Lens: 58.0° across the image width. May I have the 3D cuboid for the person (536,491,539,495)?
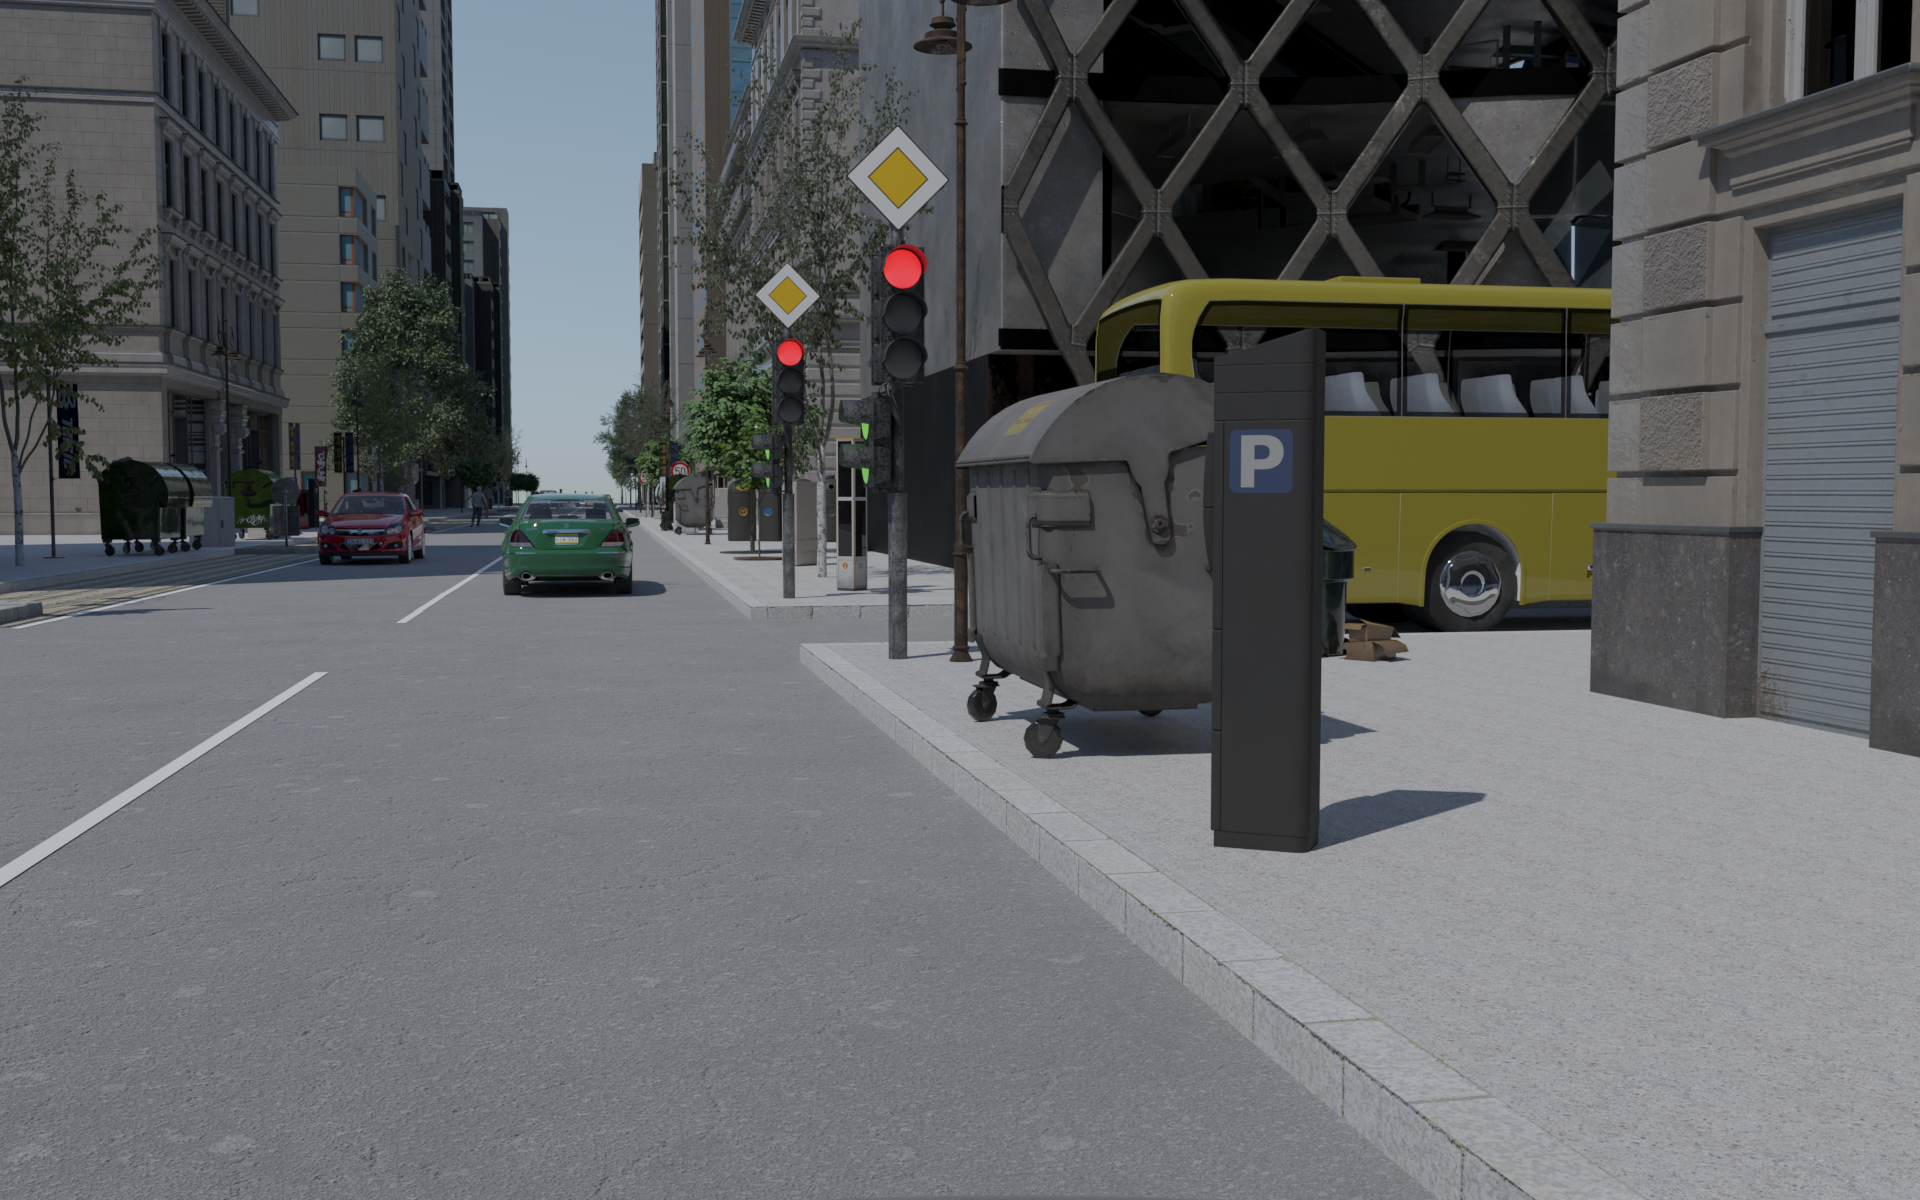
[{"bbox_3d":[-29.750,-6.863,122.185,0.415,1.643,0.593,0,4,-3],"label":"person"}]

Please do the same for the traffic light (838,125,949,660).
[{"bbox_3d":[-0.502,-1.496,13.376,0.839,4.253,0.868,-1,4,-12],"label":"traffic light"}]

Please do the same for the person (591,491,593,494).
[{"bbox_3d":[-50.766,-14.088,238.937,0.705,1.812,1.348,-1,4,-11],"label":"person"}]

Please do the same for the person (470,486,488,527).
[{"bbox_3d":[-20.951,-4.074,75.591,0.782,1.767,0.515,0,4,5],"label":"person"}]

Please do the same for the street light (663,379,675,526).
[{"bbox_3d":[-11.657,-5.916,69.522,0.468,5.910,1.993,-1,4,-12],"label":"street light"}]

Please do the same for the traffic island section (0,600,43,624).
[{"bbox_3d":[-11.621,0.179,19.355,2.009,0.180,2.903,-1,4,-12],"label":"traffic island section"}]

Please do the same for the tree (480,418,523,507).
[{"bbox_3d":[-44.789,-13.300,167.819,4.360,8.622,3.978,0,3,0],"label":"tree"}]

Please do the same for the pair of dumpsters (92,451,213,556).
[{"bbox_3d":[-17.551,-2.155,37.730,1.574,2.255,4.437,-1,4,-12],"label":"pair of dumpsters"}]

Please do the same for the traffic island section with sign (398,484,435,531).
[{"bbox_3d":[-21.753,-3.642,68.180,1.989,1.847,2.006,-1,4,-12],"label":"traffic island section with sign"}]

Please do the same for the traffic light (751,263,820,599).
[{"bbox_3d":[-2.121,-1.974,21.196,0.839,4.253,0.868,-1,4,-12],"label":"traffic light"}]

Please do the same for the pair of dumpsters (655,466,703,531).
[{"bbox_3d":[-10.185,-3.689,62.815,1.574,2.255,4.437,-1,4,-12],"label":"pair of dumpsters"}]

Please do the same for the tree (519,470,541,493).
[{"bbox_3d":[-56.176,-14.382,218.862,4.285,4.588,4.351,0,3,0],"label":"tree"}]

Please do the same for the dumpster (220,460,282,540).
[{"bbox_3d":[-19.835,-2.827,48.709,1.502,2.255,1.985,-1,4,-12],"label":"dumpster"}]

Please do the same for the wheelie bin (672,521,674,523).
[{"bbox_3d":[-12.734,-4.273,77.764,0.693,1.594,0.980,1,4,21],"label":"wheelie bin"}]

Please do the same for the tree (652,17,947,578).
[{"bbox_3d":[-2.365,-4.650,26.390,4.360,8.622,3.978,0,3,0],"label":"tree"}]

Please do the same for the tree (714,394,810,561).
[{"bbox_3d":[-4.035,-2.395,33.757,1.663,3.219,1.824,0,3,0],"label":"tree"}]

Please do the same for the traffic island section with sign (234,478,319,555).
[{"bbox_3d":[-16.282,-2.028,41.784,1.989,1.847,2.006,-1,4,-12],"label":"traffic island section with sign"}]

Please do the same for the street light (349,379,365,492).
[{"bbox_3d":[-24.215,-5.924,69.650,0.468,5.910,1.993,-1,4,-12],"label":"street light"}]

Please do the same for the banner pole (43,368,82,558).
[{"bbox_3d":[-17.939,-2.725,34.579,0.863,3.779,0.401,0,4,8],"label":"banner pole"}]

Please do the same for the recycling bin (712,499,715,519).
[{"bbox_3d":[-12.672,-4.599,87.753,0.722,1.027,0.722,-3,5,-40],"label":"recycling bin"}]

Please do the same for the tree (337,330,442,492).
[{"bbox_3d":[-26.016,-7.838,78.513,4.737,8.622,4.395,0,3,0],"label":"tree"}]

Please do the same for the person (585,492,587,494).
[{"bbox_3d":[-43.023,-11.647,199.723,1.217,1.735,0.721,3,5,43],"label":"person"}]

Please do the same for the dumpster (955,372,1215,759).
[{"bbox_3d":[0.765,-0.206,9.131,1.264,1.857,1.865,-1,4,-12],"label":"dumpster"}]

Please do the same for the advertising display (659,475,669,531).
[{"bbox_3d":[-10.234,-3.347,59.945,0.123,1.923,0.974,-1,4,-22],"label":"advertising display"}]

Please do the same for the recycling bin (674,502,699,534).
[{"bbox_3d":[-8.950,-2.694,56.599,0.722,1.027,0.722,0,4,-1],"label":"recycling bin"}]

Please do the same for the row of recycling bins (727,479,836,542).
[{"bbox_3d":[-4.681,-2.431,46.853,3.534,1.692,1.069,1,4,20],"label":"row of recycling bins"}]

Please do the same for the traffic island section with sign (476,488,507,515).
[{"bbox_3d":[-31.911,-6.645,117.271,1.989,1.847,2.006,-1,4,-12],"label":"traffic island section with sign"}]

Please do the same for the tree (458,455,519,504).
[{"bbox_3d":[-38.280,-9.394,137.312,4.285,4.588,4.351,0,3,0],"label":"tree"}]

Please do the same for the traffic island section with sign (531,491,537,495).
[{"bbox_3d":[-48.576,-11.567,197.741,1.989,1.847,2.006,-1,4,-12],"label":"traffic island section with sign"}]

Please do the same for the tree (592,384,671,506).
[{"bbox_3d":[-33.564,-16.149,181.042,9.611,12.733,9.660,0,3,0],"label":"tree"}]

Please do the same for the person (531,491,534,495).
[{"bbox_3d":[-46.022,-10.859,186.732,0.721,1.739,1.217,3,5,44],"label":"person"}]

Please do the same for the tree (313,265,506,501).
[{"bbox_3d":[-27.700,-10.401,87.064,9.611,12.733,9.660,0,3,0],"label":"tree"}]

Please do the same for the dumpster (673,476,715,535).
[{"bbox_3d":[-8.402,-2.997,54.767,1.264,1.857,1.865,-1,4,-12],"label":"dumpster"}]

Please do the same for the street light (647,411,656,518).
[{"bbox_3d":[-16.836,-7.446,94.538,0.468,5.910,1.993,-1,4,-12],"label":"street light"}]

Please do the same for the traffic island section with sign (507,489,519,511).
[{"bbox_3d":[-37.371,-8.259,143.669,1.989,1.847,2.006,-1,4,-12],"label":"traffic island section with sign"}]

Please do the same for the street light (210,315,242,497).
[{"bbox_3d":[-18.942,-4.406,44.829,0.468,5.910,1.993,-1,4,-12],"label":"street light"}]

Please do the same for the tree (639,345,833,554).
[{"bbox_3d":[-4.483,-3.291,37.514,4.285,4.588,4.351,0,3,0],"label":"tree"}]

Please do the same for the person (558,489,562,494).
[{"bbox_3d":[-27.848,-6.875,120.922,1.348,1.822,0.705,0,4,-1],"label":"person"}]

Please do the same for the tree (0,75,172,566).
[{"bbox_3d":[-16.605,-4.912,30.668,4.737,8.622,4.395,0,3,0],"label":"tree"}]

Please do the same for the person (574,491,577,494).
[{"bbox_3d":[-43.893,-11.561,197.533,1.348,1.823,0.705,3,5,39],"label":"person"}]

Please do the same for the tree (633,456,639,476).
[{"bbox_3d":[-15.236,-6.502,90.027,4.285,4.588,4.351,0,3,0],"label":"tree"}]

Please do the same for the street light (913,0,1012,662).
[{"bbox_3d":[0.008,-2.466,13.107,0.468,5.910,1.993,-1,4,-12],"label":"street light"}]

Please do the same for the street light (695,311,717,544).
[{"bbox_3d":[-6.427,-4.353,43.960,0.468,5.910,1.993,-1,4,-12],"label":"street light"}]

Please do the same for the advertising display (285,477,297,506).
[{"bbox_3d":[-25.712,-3.754,66.589,0.123,1.923,0.974,0,4,1],"label":"advertising display"}]

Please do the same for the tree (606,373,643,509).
[{"bbox_3d":[-18.386,-9.286,102.187,4.360,8.622,3.978,0,3,0],"label":"tree"}]

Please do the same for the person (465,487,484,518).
[{"bbox_3d":[-28.568,-5.723,102.077,0.705,1.824,1.348,3,4,38],"label":"person"}]
